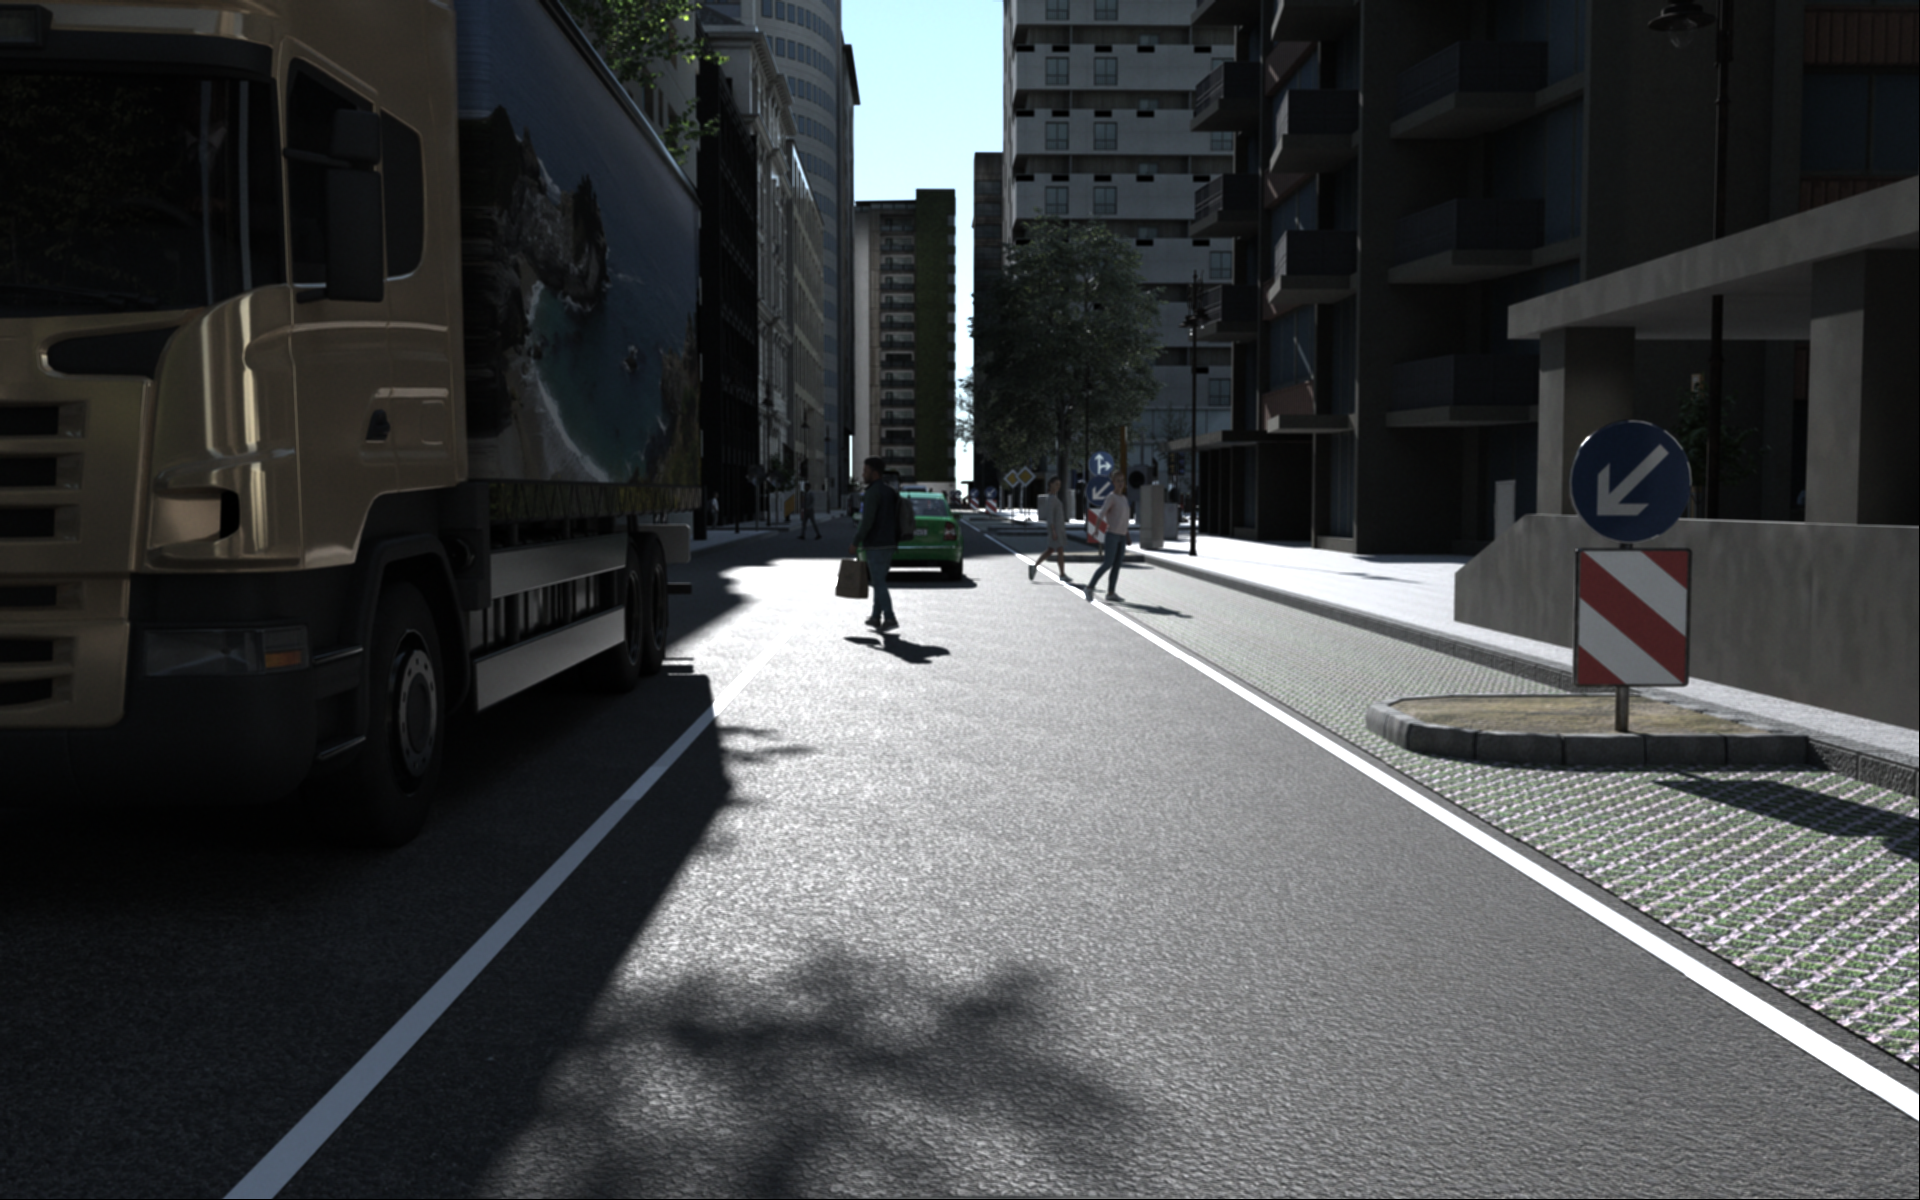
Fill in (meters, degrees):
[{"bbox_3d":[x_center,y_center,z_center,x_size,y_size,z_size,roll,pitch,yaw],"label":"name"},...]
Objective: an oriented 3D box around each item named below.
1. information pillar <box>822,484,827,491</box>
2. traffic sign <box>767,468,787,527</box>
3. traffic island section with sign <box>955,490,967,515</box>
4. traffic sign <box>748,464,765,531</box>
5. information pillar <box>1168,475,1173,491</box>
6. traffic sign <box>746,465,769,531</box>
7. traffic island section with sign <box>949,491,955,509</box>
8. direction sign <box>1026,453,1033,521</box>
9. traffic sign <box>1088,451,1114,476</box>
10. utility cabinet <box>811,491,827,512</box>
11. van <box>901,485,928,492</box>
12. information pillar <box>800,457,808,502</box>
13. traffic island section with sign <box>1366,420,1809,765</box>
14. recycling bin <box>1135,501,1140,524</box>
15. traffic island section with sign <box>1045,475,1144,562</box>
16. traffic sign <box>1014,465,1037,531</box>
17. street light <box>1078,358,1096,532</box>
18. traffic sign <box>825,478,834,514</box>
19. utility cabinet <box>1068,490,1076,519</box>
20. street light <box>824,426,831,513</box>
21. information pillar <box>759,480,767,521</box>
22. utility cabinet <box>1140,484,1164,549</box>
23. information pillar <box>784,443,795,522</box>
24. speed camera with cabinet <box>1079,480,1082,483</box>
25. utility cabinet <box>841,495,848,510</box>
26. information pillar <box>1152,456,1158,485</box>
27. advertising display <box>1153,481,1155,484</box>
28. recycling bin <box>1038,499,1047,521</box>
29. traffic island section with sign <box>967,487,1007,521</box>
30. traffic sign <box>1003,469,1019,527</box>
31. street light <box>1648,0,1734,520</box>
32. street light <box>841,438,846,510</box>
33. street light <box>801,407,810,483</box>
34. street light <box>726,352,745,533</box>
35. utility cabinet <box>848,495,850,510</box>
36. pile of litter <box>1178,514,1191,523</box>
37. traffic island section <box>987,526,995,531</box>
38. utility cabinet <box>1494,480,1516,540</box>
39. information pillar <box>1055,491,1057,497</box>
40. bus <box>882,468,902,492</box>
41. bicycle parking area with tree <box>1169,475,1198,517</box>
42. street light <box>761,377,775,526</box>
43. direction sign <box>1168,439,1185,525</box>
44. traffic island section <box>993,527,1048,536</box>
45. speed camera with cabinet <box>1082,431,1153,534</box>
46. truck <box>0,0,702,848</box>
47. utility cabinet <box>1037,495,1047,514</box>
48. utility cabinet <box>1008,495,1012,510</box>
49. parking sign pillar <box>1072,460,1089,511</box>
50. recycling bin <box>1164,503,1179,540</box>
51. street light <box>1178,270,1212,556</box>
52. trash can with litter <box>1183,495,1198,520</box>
[{"bbox_3d":[-10.070,-7.613,128.968,0.304,2.012,0.304,2,4,31],"label":"information pillar"},{"bbox_3d":[-7.174,-3.918,67.700,0.795,2.450,0.064,0,4,-1],"label":"traffic sign"},{"bbox_3d":[0.855,-6.824,120.208,1.989,1.847,2.006,0,4,-1],"label":"traffic island section with sign"},{"bbox_3d":[-7.037,-3.531,59.865,0.606,2.300,0.079,0,4,7],"label":"traffic sign"},{"bbox_3d":[17.294,-9.238,142.391,0.183,3.616,0.504,3,5,41],"label":"information pillar"},{"bbox_3d":[-6.986,-3.430,59.717,0.795,2.450,0.064,0,4,-1],"label":"traffic sign"},{"bbox_3d":[-0.296,-9.852,169.701,1.989,1.847,2.006,0,4,-1],"label":"traffic island section with sign"},{"bbox_3d":[3.337,-5.616,83.822,0.379,3.537,0.876,1,4,18],"label":"direction sign"},{"bbox_3d":[4.162,-3.117,51.077,0.768,2.556,0.104,0,4,3],"label":"traffic sign"},{"bbox_3d":[-9.640,-6.744,118.941,1.173,1.500,0.318,0,4,2],"label":"utility cabinet"},{"bbox_3d":[-2.260,-4.828,85.956,2.013,2.044,4.112,0,4,-1],"label":"van"},{"bbox_3d":[-9.945,-7.295,110.627,0.504,3.616,0.183,-1,4,-20],"label":"information pillar"},{"bbox_3d":[3.463,-0.087,10.044,1.989,1.847,2.006,0,4,-1],"label":"traffic island section with sign"},{"bbox_3d":[7.866,-3.726,73.476,0.722,1.027,0.722,-1,4,-13],"label":"recycling bin"},{"bbox_3d":[2.828,-1.735,36.991,1.989,1.847,2.006,0,4,-1],"label":"traffic island section with sign"},{"bbox_3d":[2.257,-3.442,59.914,0.795,2.450,0.064,0,4,-1],"label":"traffic sign"},{"bbox_3d":[4.331,-5.276,59.057,0.468,5.910,1.993,0,4,-1],"label":"street light"},{"bbox_3d":[-8.220,-6.553,109.276,0.606,2.300,0.079,0,4,3],"label":"traffic sign"},{"bbox_3d":[5.890,-4.912,88.998,0.318,1.500,1.173,2,4,32],"label":"utility cabinet"},{"bbox_3d":[-8.781,-8.709,115.186,0.468,5.910,1.993,0,4,-1],"label":"street light"},{"bbox_3d":[-9.371,-4.779,82.631,0.304,2.012,0.304,2,4,27],"label":"information pillar"},{"bbox_3d":[4.454,-1.931,40.254,0.318,1.500,1.173,1,4,20],"label":"utility cabinet"},{"bbox_3d":[-7.868,-5.405,79.723,0.504,3.616,0.183,-1,4,-9],"label":"information pillar"},{"bbox_3d":[7.756,-7.467,116.422,2.038,3.252,0.660,-1,4,-21],"label":"speed camera with cabinet"},{"bbox_3d":[-9.488,-7.919,140.642,0.306,1.237,1.020,0,4,-1],"label":"utility cabinet"},{"bbox_3d":[12.122,-7.110,107.609,0.183,3.616,0.504,-3,4,-37],"label":"information pillar"},{"bbox_3d":[9.275,-4.866,84.771,0.123,1.923,0.974,2,4,32],"label":"advertising display"},{"bbox_3d":[4.113,-4.285,82.614,0.722,1.027,0.722,1,4,11],"label":"recycling bin"},{"bbox_3d":[1.515,-5.136,92.596,1.989,1.847,2.006,0,4,-1],"label":"traffic island section with sign"},{"bbox_3d":[2.068,-3.930,67.897,0.795,2.450,0.064,0,4,-1],"label":"traffic sign"},{"bbox_3d":[5.425,-2.422,12.383,0.468,5.910,1.993,0,4,-1],"label":"street light"},{"bbox_3d":[-9.266,-10.128,138.382,0.468,5.910,1.993,0,4,-1],"label":"street light"},{"bbox_3d":[-8.198,-7.289,91.958,0.468,5.910,1.993,0,4,-1],"label":"street light"},{"bbox_3d":[-7.310,-5.129,56.641,0.468,5.910,1.993,0,4,-1],"label":"street light"},{"bbox_3d":[-9.103,-7.995,141.884,0.306,1.237,1.020,1,4,15],"label":"utility cabinet"},{"bbox_3d":[9.447,-3.878,77.363,1.719,0.858,1.176,2,4,35],"label":"pile of litter"},{"bbox_3d":[2.092,-2.795,67.975,2.009,0.180,2.903,0,4,-1],"label":"traffic island section"},{"bbox_3d":[8.488,-1.122,27.028,0.318,1.500,1.173,1,4,18],"label":"utility cabinet"},{"bbox_3d":[4.969,-5.207,89.627,0.304,2.012,0.304,3,5,44],"label":"information pillar"},{"bbox_3d":[-7.005,-10.659,165.823,2.896,3.916,12.252,0,4,-2],"label":"bus"},{"bbox_3d":[14.246,-6.647,95.680,8.231,4.147,9.016,0,4,2],"label":"bicycle parking area with tree"},{"bbox_3d":[-7.616,-5.870,68.765,0.468,5.910,1.993,0,4,-1],"label":"street light"},{"bbox_3d":[8.949,-4.875,71.702,0.876,3.537,0.379,-2,4,-33],"label":"direction sign"},{"bbox_3d":[2.280,-2.306,59.992,2.009,0.180,2.903,0,4,-1],"label":"traffic island section"},{"bbox_3d":[5.006,-3.677,54.462,2.038,3.252,0.660,2,4,26],"label":"speed camera with cabinet"},{"bbox_3d":[-3.472,-1.313,10.385,2.839,4.237,11.283,0,4,-1],"label":"truck"},{"bbox_3d":[5.334,-6.021,109.609,0.306,1.237,1.020,-3,5,-41],"label":"utility cabinet"},{"bbox_3d":[4.051,-7.962,141.343,0.306,1.237,1.020,0,4,0],"label":"utility cabinet"},{"bbox_3d":[9.080,-8.704,130.786,1.447,3.967,1.447,0,4,0],"label":"parking sign pillar"},{"bbox_3d":[5.797,-2.227,48.963,0.722,1.027,0.722,1,4,10],"label":"recycling bin"},{"bbox_3d":[4.846,-3.858,35.863,0.468,5.910,1.993,0,4,-1],"label":"street light"},{"bbox_3d":[11.827,-4.610,86.439,2.233,1.210,1.678,1,4,21],"label":"trash can with litter"}]
